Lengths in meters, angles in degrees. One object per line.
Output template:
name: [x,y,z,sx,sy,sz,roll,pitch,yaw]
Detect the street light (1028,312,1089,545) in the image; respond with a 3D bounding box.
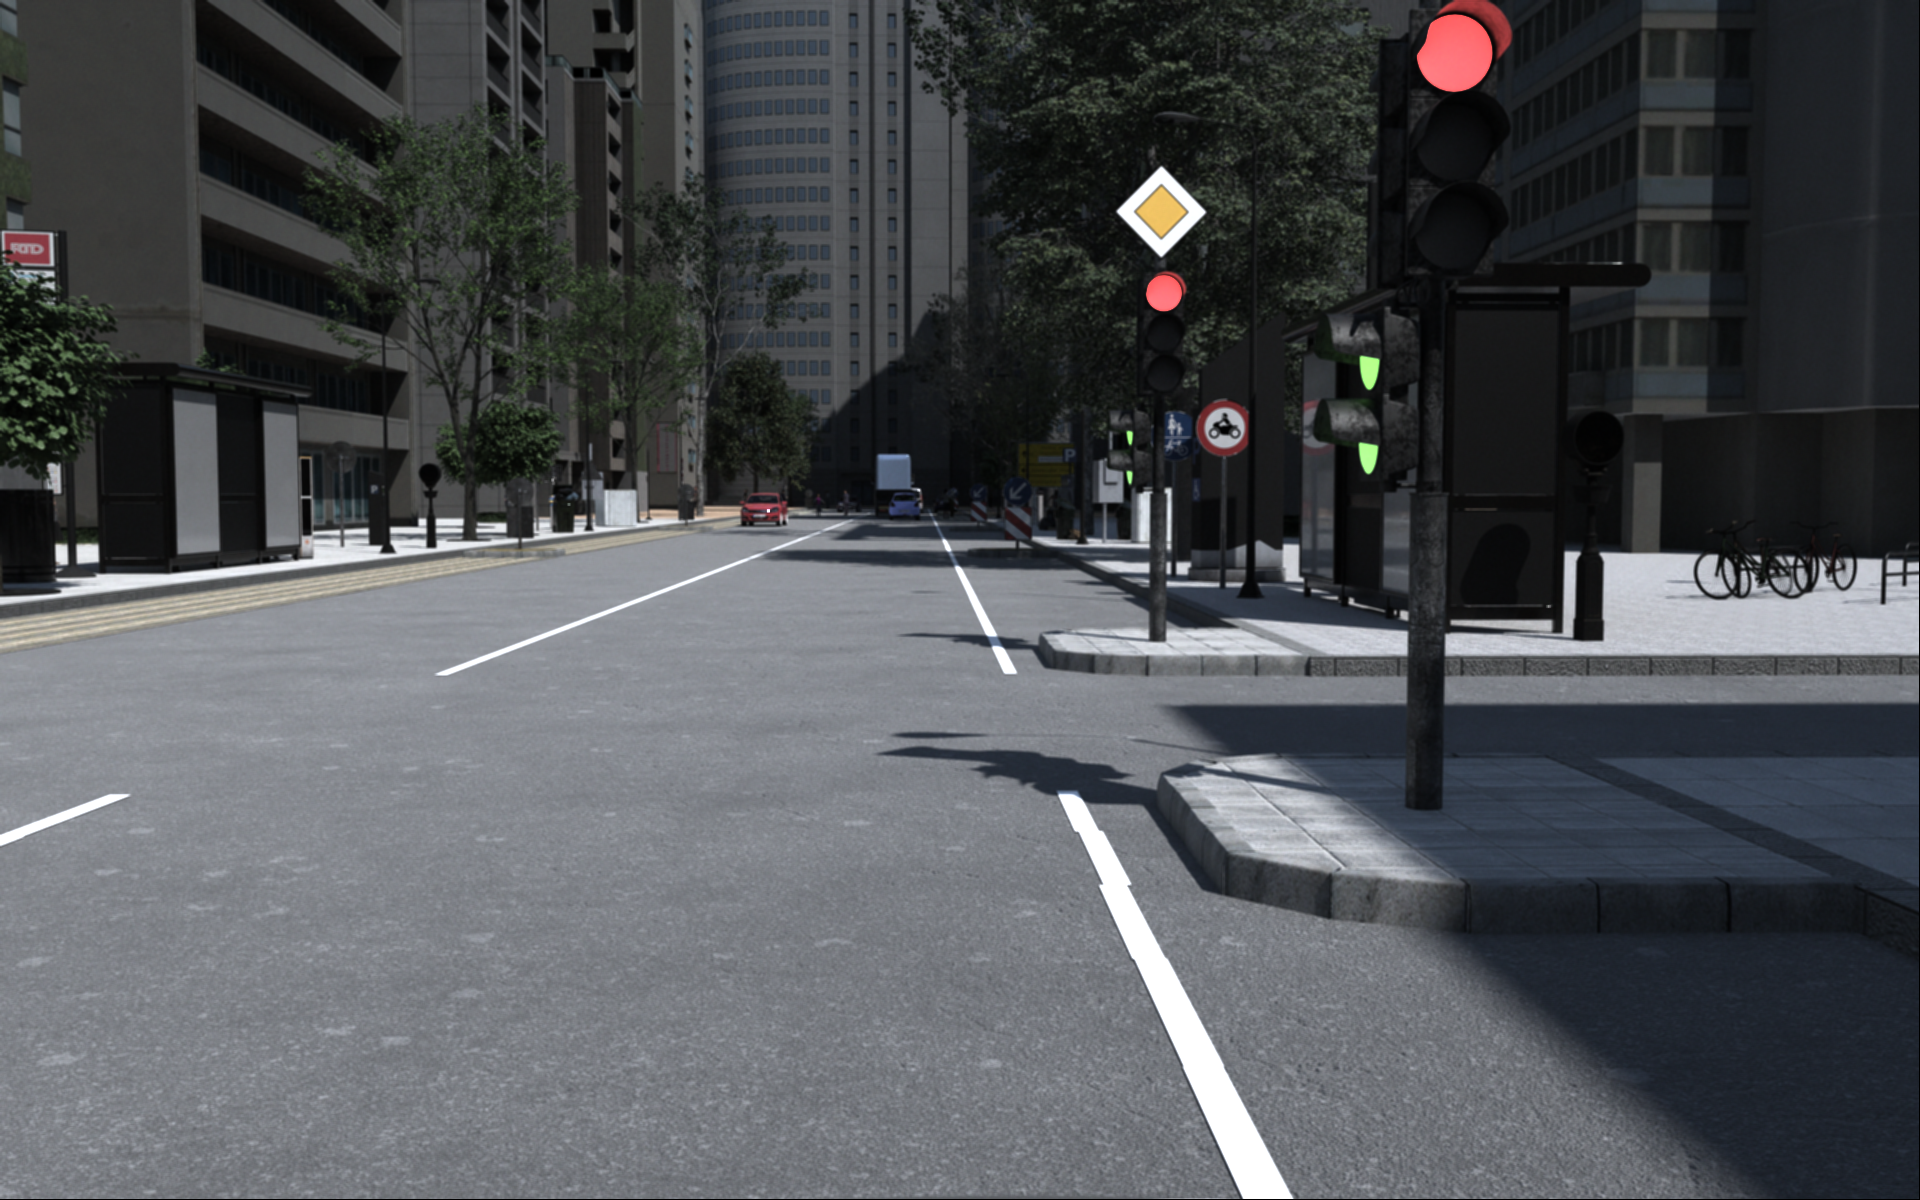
street light: [2.576,-4.367,43.947,1.470,5.913,1.316,0,4,-1]

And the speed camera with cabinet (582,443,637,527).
speed camera with cabinet: [-13.702,-4.488,67.713,2.038,3.252,0.660,1,4,9]

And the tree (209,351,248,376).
tree: [-16.864,-3.366,38.742,4.285,4.588,4.351,0,3,0]

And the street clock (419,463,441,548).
street clock: [-12.557,-2.234,41.099,0.471,2.002,0.358,0,4,-1]

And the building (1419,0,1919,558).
building: [25.611,-21.430,42.258,23.993,40.220,32.217,0,4,-1]

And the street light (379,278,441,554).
street light: [-11.839,-3.961,37.299,1.470,5.913,1.316,0,4,-1]

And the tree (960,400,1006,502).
tree: [1.938,-10.861,127.935,4.360,8.622,3.978,0,3,0]

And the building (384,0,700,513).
building: [-33.872,-31.947,146.037,21.600,48.544,21.300,0,4,-1]

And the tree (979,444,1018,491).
tree: [2.667,-7.713,109.818,4.285,4.588,4.351,0,3,0]

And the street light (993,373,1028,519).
street light: [2.067,-5.768,66.851,1.470,5.913,1.316,0,4,-1]

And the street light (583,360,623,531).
street light: [-12.356,-5.350,60.014,1.470,5.913,1.316,0,4,-1]

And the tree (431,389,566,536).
tree: [-13.902,-4.287,53.799,4.285,4.588,4.351,0,3,0]

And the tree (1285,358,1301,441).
tree: [15.401,-7.575,74.209,4.737,8.622,4.395,0,3,0]

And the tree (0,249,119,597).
tree: [-12.278,-2.351,22.154,4.285,4.588,4.351,0,3,0]

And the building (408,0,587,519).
building: [-32.714,-40.370,98.295,20.563,71.187,20.611,0,4,-1]

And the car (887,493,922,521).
car: [-3.052,-5.222,94.966,1.945,1.707,3.694,0,4,-3]

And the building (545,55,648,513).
building: [-29.485,-21.166,117.766,14.160,30.474,14.107,0,4,-1]

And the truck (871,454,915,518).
truck: [-4.197,-7.446,111.508,2.967,4.110,18.799,0,4,-3]

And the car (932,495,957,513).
car: [-1.133,-7.344,132.653,1.945,1.354,3.894,0,4,-2]

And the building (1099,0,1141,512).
building: [20.815,-28.119,114.363,22.147,44.769,28.867,0,4,-1]

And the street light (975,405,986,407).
street light: [1.470,-7.192,90.122,1.470,5.913,1.316,0,4,-1]

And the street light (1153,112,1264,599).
street light: [3.052,-2.979,21.256,1.470,5.913,1.316,0,4,-1]

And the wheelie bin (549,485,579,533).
wheelie bin: [-13.165,-3.043,57.656,0.980,1.594,0.693,-2,4,-29]

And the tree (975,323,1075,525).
tree: [3.001,-7.471,72.507,4.737,8.622,4.395,0,3,0]

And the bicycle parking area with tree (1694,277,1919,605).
bicycle parking area with tree: [14.047,-2.041,20.380,9.016,4.147,8.231,-2,4,-23]

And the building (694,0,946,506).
building: [-15.335,-39.700,191.094,28.212,58.520,21.231,0,4,-1]

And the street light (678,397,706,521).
street light: [-12.859,-6.764,83.136,1.470,5.913,1.316,0,4,-1]

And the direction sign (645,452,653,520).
direction sign: [-15.599,-5.792,86.693,0.379,3.537,0.876,-1,4,-11]

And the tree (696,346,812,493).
tree: [-15.909,-13.272,134.006,9.611,12.733,9.660,0,3,0]

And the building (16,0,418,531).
building: [-31.777,-26.448,56.129,21.300,48.544,21.600,0,4,-1]

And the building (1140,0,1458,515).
building: [15.453,-24.427,82.971,14.154,41.232,14.086,0,4,-1]

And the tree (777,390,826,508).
tree: [-16.290,-14.651,165.304,9.928,11.665,9.643,0,3,0]

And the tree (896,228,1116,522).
tree: [2.211,-10.435,80.980,12.009,13.543,11.850,0,3,0]

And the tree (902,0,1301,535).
tree: [5.322,-12.044,52.813,12.611,20.169,13.585,0,3,0]

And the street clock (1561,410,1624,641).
street clock: [5.515,-0.647,15.141,0.471,2.002,0.358,-1,4,-8]

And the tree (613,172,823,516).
tree: [-14.266,-14.941,100.176,12.611,20.169,13.585,0,3,0]

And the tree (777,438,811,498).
tree: [-15.609,-12.589,156.187,4.737,8.622,4.395,0,3,0]

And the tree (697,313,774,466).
tree: [-14.707,-9.278,77.452,9.928,11.665,9.643,0,3,0]

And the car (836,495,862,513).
car: [-8.580,-7.448,134.362,1.945,1.354,3.894,0,4,0]

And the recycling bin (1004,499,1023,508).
recycling bin: [2.675,-4.494,86.035,0.722,1.027,0.722,2,4,29]

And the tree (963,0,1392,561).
tree: [4.487,-7.734,33.101,9.857,13.997,8.962,0,3,0]

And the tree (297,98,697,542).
tree: [-13.472,-7.406,46.850,9.928,11.665,9.643,0,3,0]

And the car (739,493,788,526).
car: [-8.824,-4.228,78.171,2.155,1.783,4.494,0,4,0]

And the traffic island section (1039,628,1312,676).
traffic island section: [1.741,0.441,15.077,2.009,0.180,2.903,0,4,-1]

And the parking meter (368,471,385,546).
parking meter: [-14.513,-2.291,43.170,0.399,1.863,0.255,1,4,10]

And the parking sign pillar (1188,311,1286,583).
parking sign pillar: [4.113,-2.273,25.634,1.447,3.967,1.447,-1,4,-12]

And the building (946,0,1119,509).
building: [12.961,-39.742,191.784,28.212,58.520,21.231,0,4,-1]

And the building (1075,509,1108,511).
building: [19.675,-36.789,143.498,21.231,58.520,28.212,0,4,-1]

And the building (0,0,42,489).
building: [-26.939,-21.168,29.694,14.154,41.232,14.086,0,4,-1]

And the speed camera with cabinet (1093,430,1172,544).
speed camera with cabinet: [4.512,-3.109,45.175,2.038,3.252,0.660,-1,4,-13]
